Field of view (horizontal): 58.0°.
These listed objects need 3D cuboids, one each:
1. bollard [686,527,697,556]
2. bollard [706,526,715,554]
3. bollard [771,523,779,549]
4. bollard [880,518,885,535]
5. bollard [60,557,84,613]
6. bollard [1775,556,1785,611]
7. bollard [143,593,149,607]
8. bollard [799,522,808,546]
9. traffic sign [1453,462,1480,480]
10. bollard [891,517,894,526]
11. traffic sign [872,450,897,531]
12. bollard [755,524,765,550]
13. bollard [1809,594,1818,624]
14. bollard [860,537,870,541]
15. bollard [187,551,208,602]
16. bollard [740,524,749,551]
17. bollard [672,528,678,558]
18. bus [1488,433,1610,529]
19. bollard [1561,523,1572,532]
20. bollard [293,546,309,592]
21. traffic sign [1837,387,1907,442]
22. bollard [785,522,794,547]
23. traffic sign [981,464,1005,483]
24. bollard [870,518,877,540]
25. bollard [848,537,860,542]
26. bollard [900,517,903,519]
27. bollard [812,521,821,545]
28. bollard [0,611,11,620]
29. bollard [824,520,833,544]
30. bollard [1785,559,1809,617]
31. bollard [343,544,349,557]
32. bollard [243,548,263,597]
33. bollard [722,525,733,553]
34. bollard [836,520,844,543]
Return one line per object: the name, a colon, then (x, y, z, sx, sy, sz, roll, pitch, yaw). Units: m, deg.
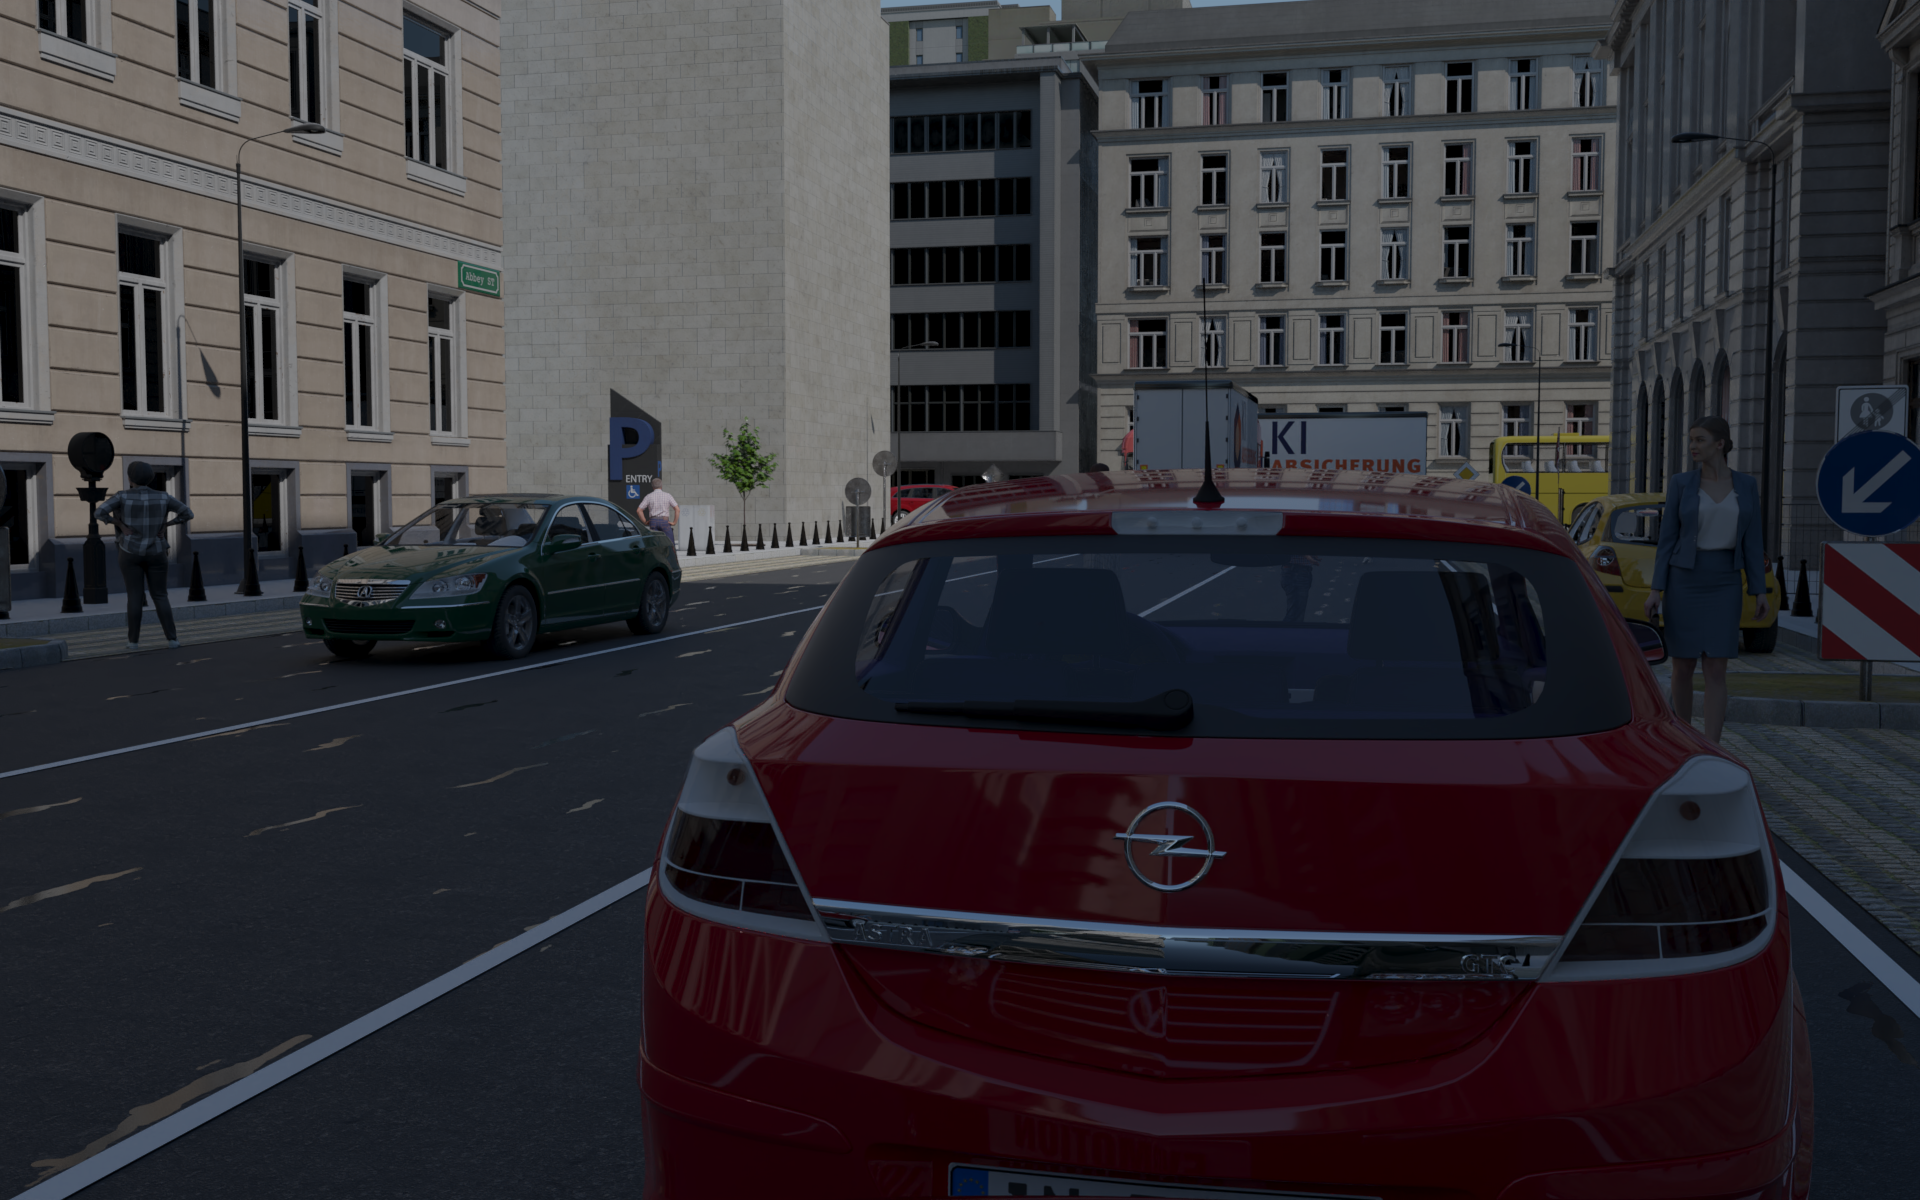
bollard: (-5.561, -1.212, 35.855, 0.229, 0.601, 0.229, 0, 3, 0)
bollard: (-5.317, -1.274, 36.873, 0.229, 0.601, 0.229, 0, 3, 0)
bollard: (-4.368, -1.520, 40.892, 0.229, 0.601, 0.229, 0, 3, 0)
bollard: (-2.226, -2.072, 49.920, 0.229, 0.601, 0.229, 0, 3, 0)
bollard: (-9.619, -0.165, 18.742, 0.229, 0.601, 0.229, 0, 3, 0)
bollard: (9.067, -0.191, 19.158, 0.229, 0.601, 0.229, 0, 3, 0)
bollard: (-9.380, -0.226, 19.742, 0.229, 0.601, 0.229, 0, 3, 0)
bollard: (-3.884, -1.643, 42.908, 0.229, 0.601, 0.229, 0, 3, 0)
traffic sign: (15.673, -3.059, 53.657, 0.795, 2.450, 0.064, 1, 4, 13)
bollard: (-1.988, -2.133, 50.922, 0.229, 0.601, 0.229, 0, 3, 0)
traffic sign: (-2.209, -3.087, 50.576, 0.768, 2.556, 0.104, 1, 4, 16)
bollard: (-4.604, -1.459, 39.889, 0.229, 0.601, 0.229, 0, 3, 0)
bollard: (8.591, -0.068, 17.147, 0.229, 0.601, 0.229, 0, 3, 0)
bollard: (-2.695, -1.950, 47.920, 0.229, 0.601, 0.229, 0, 3, 0)
bollard: (-9.143, -0.287, 20.741, 0.229, 0.601, 0.229, 0, 3, 0)
bollard: (-4.839, -1.397, 38.879, 0.229, 0.601, 0.229, 0, 3, 0)
bollard: (-5.794, -1.151, 34.854, 0.229, 0.601, 0.229, 0, 3, 0)
bus: (25.869, -4.408, 63.620, 12.252, 3.916, 2.896, 1, 4, 13)
bollard: (14.069, -1.480, 40.237, 0.229, 0.601, 0.229, 0, 3, 0)
bollard: (-8.662, -0.412, 22.778, 0.229, 0.601, 0.229, 0, 3, 0)
traffic sign: (8.607, -0.874, 16.415, 0.606, 2.300, 0.079, 1, 4, 22)
bollard: (-4.126, -1.581, 41.893, 0.229, 0.601, 0.229, 0, 3, 0)
traffic sign: (1.086, -3.271, 57.125, 0.795, 2.450, 0.064, 1, 4, 13)
bollard: (-2.461, -2.011, 48.920, 0.229, 0.601, 0.229, 0, 3, 0)
bollard: (-2.931, -1.889, 46.920, 0.229, 0.601, 0.229, 0, 3, 0)
bollard: (-1.752, -2.194, 51.921, 0.229, 0.601, 0.229, 0, 3, 0)
bollard: (-3.650, -1.704, 43.908, 0.229, 0.601, 0.229, 0, 3, 0)
bollard: (-9.855, -0.103, 17.725, 0.229, 0.601, 0.229, 0, 3, 0)
bollard: (-3.413, -1.766, 44.909, 0.229, 0.601, 0.229, 0, 3, 0)
bollard: (8.834, -0.129, 18.155, 0.229, 0.601, 0.229, 0, 3, 0)
bollard: (-8.424, -0.473, 23.776, 0.229, 0.601, 0.229, 0, 3, 0)
bollard: (-8.897, -0.350, 21.771, 0.229, 0.601, 0.229, 0, 3, 0)
bollard: (-5.082, -1.335, 37.875, 0.229, 0.601, 0.229, 0, 3, 0)
bollard: (-3.177, -1.827, 45.909, 0.229, 0.601, 0.229, 0, 3, 0)
